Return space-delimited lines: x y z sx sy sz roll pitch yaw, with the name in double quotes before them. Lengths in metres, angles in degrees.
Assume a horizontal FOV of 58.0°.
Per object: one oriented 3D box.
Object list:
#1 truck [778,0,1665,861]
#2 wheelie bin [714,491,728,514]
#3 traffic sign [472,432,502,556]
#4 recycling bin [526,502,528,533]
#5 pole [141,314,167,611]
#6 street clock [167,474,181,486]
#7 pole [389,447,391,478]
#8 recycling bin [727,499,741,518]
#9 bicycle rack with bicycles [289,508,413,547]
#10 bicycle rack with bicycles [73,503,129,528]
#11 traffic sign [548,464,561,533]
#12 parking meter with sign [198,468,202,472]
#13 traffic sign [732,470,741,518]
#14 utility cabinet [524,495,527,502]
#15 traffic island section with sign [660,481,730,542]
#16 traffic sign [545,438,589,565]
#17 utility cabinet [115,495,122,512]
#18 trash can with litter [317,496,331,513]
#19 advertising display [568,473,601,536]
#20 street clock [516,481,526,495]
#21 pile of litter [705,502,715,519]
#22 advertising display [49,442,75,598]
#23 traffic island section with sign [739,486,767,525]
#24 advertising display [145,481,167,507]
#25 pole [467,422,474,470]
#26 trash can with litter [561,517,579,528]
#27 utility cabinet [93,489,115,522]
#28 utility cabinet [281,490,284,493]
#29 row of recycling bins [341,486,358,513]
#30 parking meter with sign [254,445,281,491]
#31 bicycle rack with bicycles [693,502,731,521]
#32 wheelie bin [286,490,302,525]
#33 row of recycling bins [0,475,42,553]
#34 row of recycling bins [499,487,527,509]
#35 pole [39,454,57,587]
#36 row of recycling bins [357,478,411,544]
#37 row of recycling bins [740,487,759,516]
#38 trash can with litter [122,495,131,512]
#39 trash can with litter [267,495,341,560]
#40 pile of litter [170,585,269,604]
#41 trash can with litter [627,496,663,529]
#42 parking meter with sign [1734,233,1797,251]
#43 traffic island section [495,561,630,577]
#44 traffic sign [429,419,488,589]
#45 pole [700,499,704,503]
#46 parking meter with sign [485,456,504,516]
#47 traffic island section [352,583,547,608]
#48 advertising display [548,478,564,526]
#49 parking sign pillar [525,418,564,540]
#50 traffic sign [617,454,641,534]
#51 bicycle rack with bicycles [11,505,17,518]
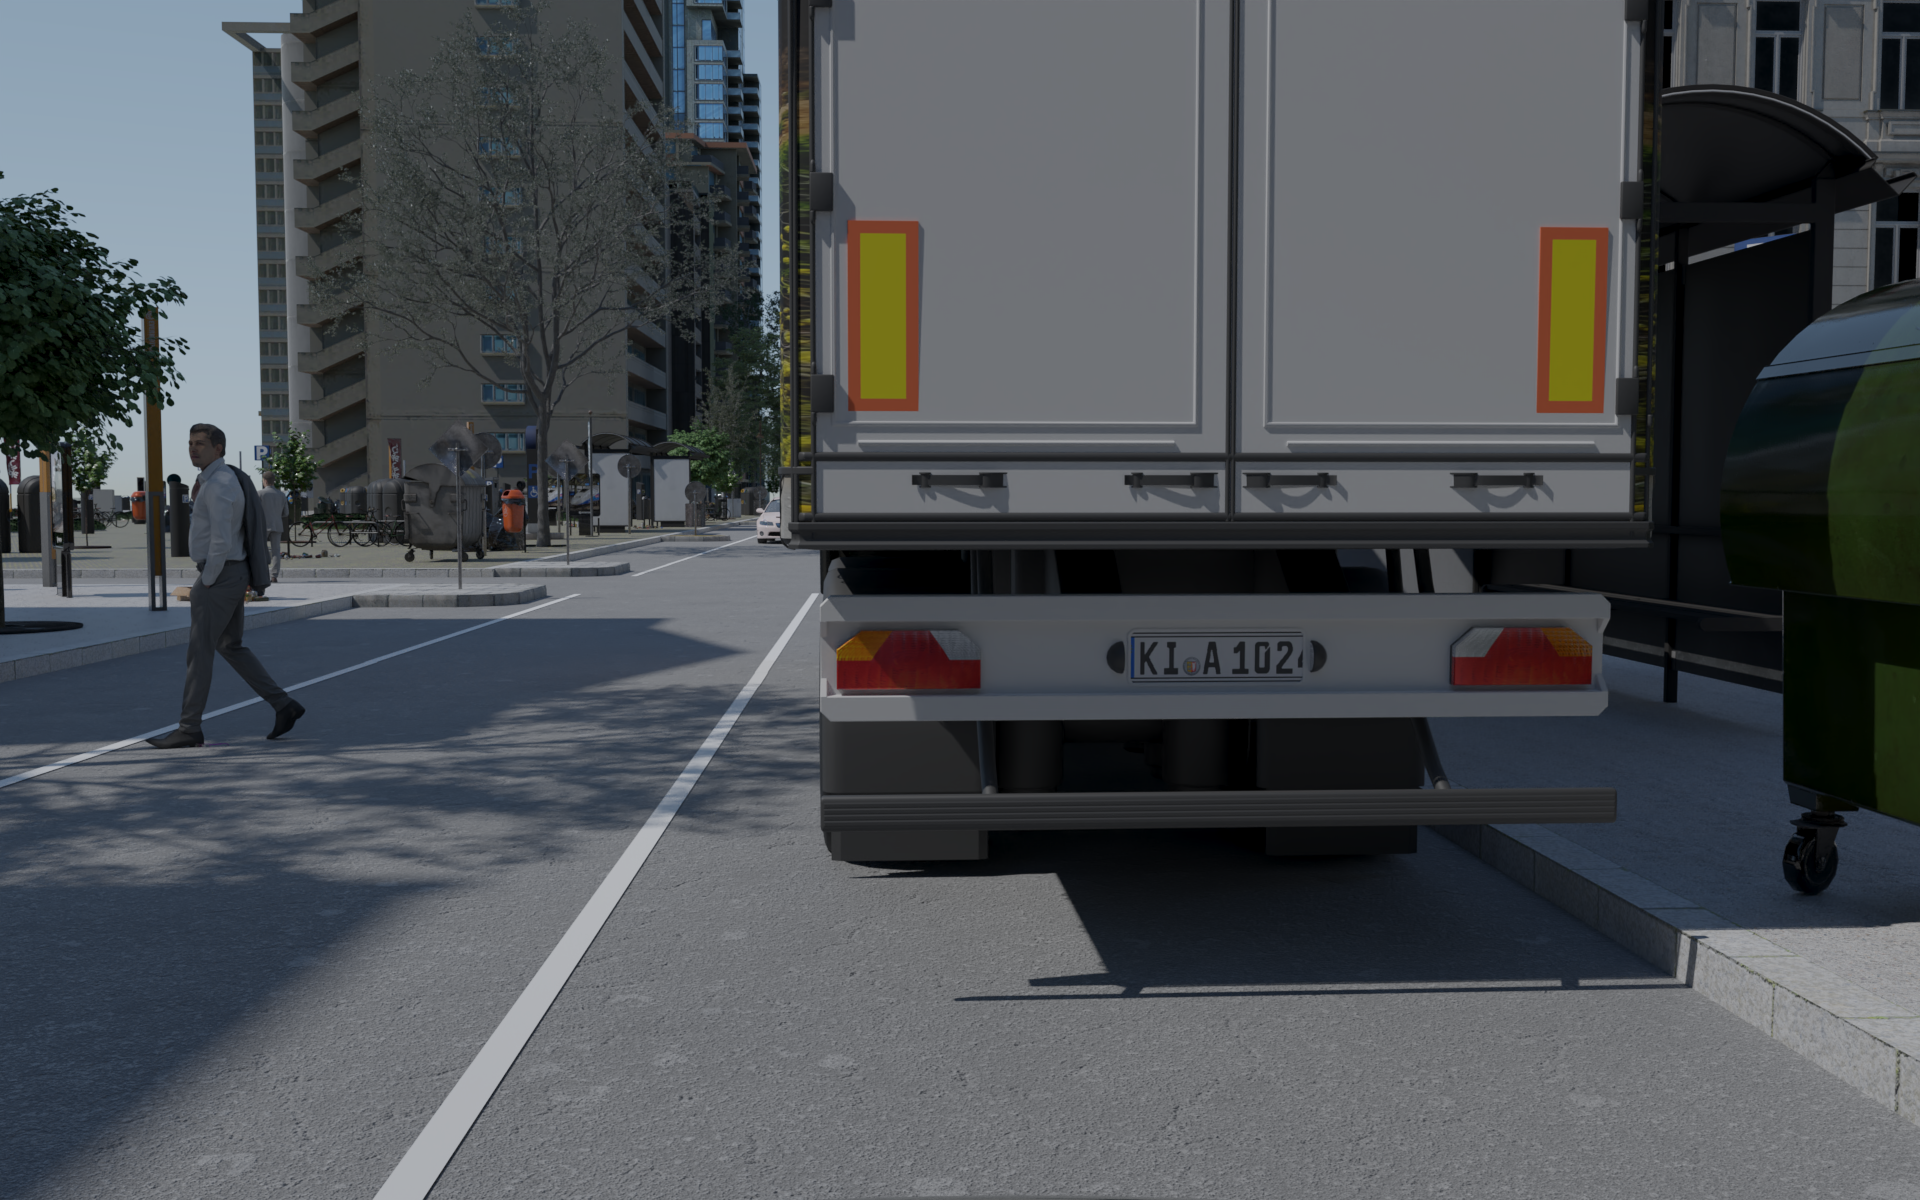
"truck" 0.394 -1.305 10.247 2.839 4.237 11.283 0 4 -3
"wheelie bin" -13.992 -5.731 101.609 0.980 1.594 0.693 1 4 16
"traffic sign" -9.836 -2.181 35.757 0.768 2.556 0.104 0 4 -2
"recycling bin" -14.184 -2.671 56.225 0.722 1.027 0.722 0 4 6
"pole" -8.830 -1.537 18.967 0.158 3.312 0.155 0 3 0
"street clock" -27.728 -3.460 61.144 0.471 2.002 0.358 -2 4 -26
"pole" -22.872 -4.644 69.774 0.158 3.312 0.155 0 3 0
"recycling bin" -12.295 -4.969 93.803 0.722 1.027 0.722 -2 4 -24
"bicycle rack with bicycles" -14.593 -1.788 42.615 2.925 0.926 2.852 1 4 12
"bicycle rack with bicycles" -33.163 -3.211 65.886 2.925 0.926 2.852 -1 4 -10
"traffic sign" -12.275 -3.234 52.983 0.768 2.556 0.104 0 4 7
"parking meter with sign" -38.166 -5.663 88.853 0.543 3.016 1.738 2 4 27
"traffic sign" -11.735 -5.473 89.484 0.884 2.594 0.081 0 4 6
"utility cabinet" -23.447 -5.138 95.175 1.020 1.237 0.306 -1 4 -9
"traffic island section with sign" -8.073 -2.715 53.011 1.989 1.847 2.006 0 4 -2
"traffic sign" -7.084 -1.689 31.263 0.795 2.450 0.064 0 4 -2
"utility cabinet" -45.535 -5.000 92.914 1.020 1.237 0.306 -2 4 -28
"trash can with litter" -29.196 -4.205 80.136 1.055 1.170 0.624 1 4 15
"advertising display" -11.594 -2.952 53.474 0.974 1.923 0.123 -1 4 -12
"street clock" -23.882 -5.486 94.272 0.471 2.002 0.358 2 4 28
"pile of litter" -13.332 -4.735 91.377 1.176 0.858 1.719 3 5 41
"advertising display" -11.236 -1.007 21.677 0.123 1.923 0.974 -2 4 -35
"traffic island section with sign" -9.300 -4.435 81.136 1.989 1.847 2.006 0 4 -2
"advertising display" -38.557 -4.759 83.017 0.974 1.923 0.123 -3 5 -41
"pole" -13.855 -3.379 49.093 0.158 3.312 0.155 0 3 0
"trash can with litter" -16.247 -3.788 72.986 2.233 1.210 1.678 -3 4 -38
"utility cabinet" -39.577 -4.347 79.745 1.173 1.500 0.318 -1 4 -8
"utility cabinet" -38.832 -5.543 99.311 1.173 1.500 0.318 2 4 24
"row of recycling bins" -29.703 -4.946 87.978 1.069 1.692 3.534 1 4 19
"parking meter with sign" -24.920 -4.069 62.792 0.543 3.016 1.738 0 4 1
"bicycle rack with bicycles" -12.386 -4.228 82.508 2.925 0.926 2.852 0 4 -3
"wheelie bin" -27.433 -3.873 71.227 0.693 1.594 0.980 -2 4 -29
"row of recycling bins" -21.482 -1.863 37.573 3.534 1.692 1.069 -1 4 -12
"row of recycling bins" -26.236 -5.701 100.322 3.534 1.692 1.069 -3 5 -42
"pole" -12.574 -1.837 23.872 0.158 3.312 0.155 0 3 0
"row of recycling bins" -15.132 -2.381 46.042 1.069 1.692 3.534 -2 4 -27
"row of recycling bins" -12.679 -5.980 104.879 1.069 1.692 3.534 -1 4 -12
"trash can with litter" -47.858 -5.456 100.262 1.678 1.210 2.233 2 4 27
"trash can with litter" -13.270 -1.446 34.693 1.678 1.210 2.233 2 4 35
"pile of litter" -8.883 -0.420 20.828 1.176 0.858 1.719 -1 4 -8
"trash can with litter" -11.868 -3.254 64.253 1.678 1.210 2.233 1 4 12
"parking meter with sign" 6.186 -0.979 12.274 1.738 3.016 0.543 -2 4 -35
"traffic island section" -7.107 -0.553 31.324 2.009 0.180 2.903 0 4 -2
"traffic sign" -6.735 -1.201 23.286 0.795 2.450 0.064 0 4 -2
"pole" -13.959 -6.108 93.716 0.158 3.312 0.155 0 3 0
"parking meter with sign" -21.114 -5.000 78.018 0.543 3.016 1.738 0 4 6
"traffic island section" -6.758 -0.065 23.346 2.009 0.180 2.903 0 4 -2
"advertising display" -16.486 -3.961 69.984 0.974 1.923 0.123 1 4 9
"parking sign pillar" -11.969 -3.705 49.046 1.447 3.967 1.447 0 4 -6
"traffic sign" -10.583 -3.382 55.398 0.768 2.556 0.104 0 4 4
"bicycle rack with bicycles" -42.908 -4.177 81.672 2.925 0.926 2.852 3 4 37
